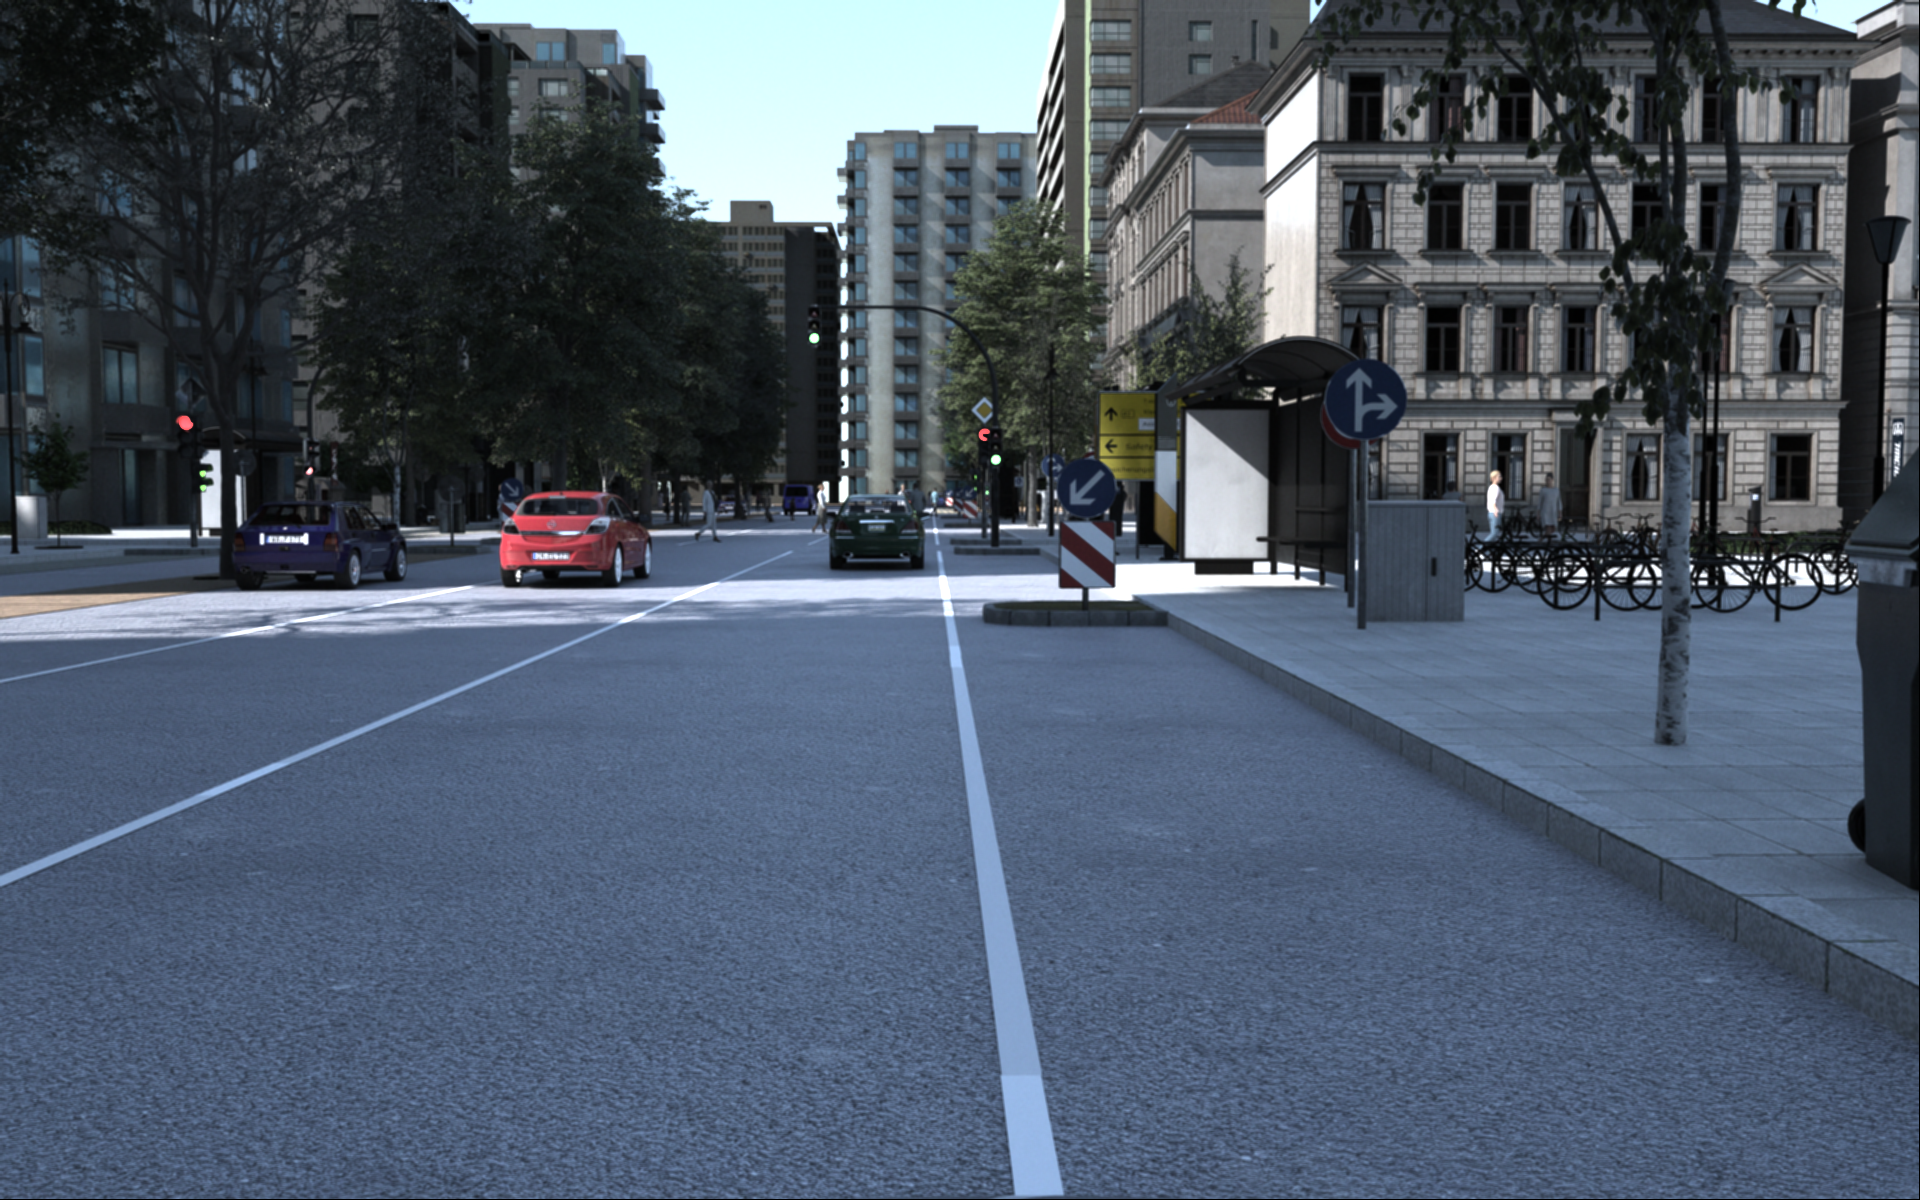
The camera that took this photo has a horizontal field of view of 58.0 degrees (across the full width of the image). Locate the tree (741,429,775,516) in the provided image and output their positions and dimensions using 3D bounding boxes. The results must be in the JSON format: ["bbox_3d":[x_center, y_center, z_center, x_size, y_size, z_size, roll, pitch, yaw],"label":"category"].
[{"bbox_3d":[-13.466,-9.628,110.237,4.737,8.622,4.395,0,3,0],"label":"tree"}]

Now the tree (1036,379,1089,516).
[{"bbox_3d":[5.987,-9.164,100.195,4.737,8.622,4.395,0,3,0],"label":"tree"}]

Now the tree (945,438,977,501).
[{"bbox_3d":[0.630,-15.147,198.018,4.737,8.622,4.395,0,3,0],"label":"tree"}]

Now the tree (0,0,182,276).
[{"bbox_3d":[-11.515,-4.887,16.775,8.767,10.594,7.601,0,4,-1],"label":"tree"}]

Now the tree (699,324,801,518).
[{"bbox_3d":[-13.224,-11.101,102.082,7.486,12.596,7.792,0,3,0],"label":"tree"}]

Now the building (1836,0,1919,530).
[{"bbox_3d":[42.990,-13.616,64.427,24.055,21.916,13.314,0,4,-1],"label":"building"}]

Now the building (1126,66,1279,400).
[{"bbox_3d":[15.622,-15.582,90.915,11.583,22.565,21.152,0,4,-1],"label":"building"}]

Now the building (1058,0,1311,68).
[{"bbox_3d":[19.414,-32.762,159.358,21.300,48.544,21.600,0,4,-1],"label":"building"}]

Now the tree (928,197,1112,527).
[{"bbox_3d":[2.461,-9.103,66.957,7.486,12.596,7.792,0,3,0],"label":"tree"}]

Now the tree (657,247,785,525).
[{"bbox_3d":[-13.299,-10.287,81.022,12.009,13.543,11.850,0,3,0],"label":"tree"}]

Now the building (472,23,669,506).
[{"bbox_3d":[-46.302,-34.242,179.467,30.456,49.044,23.786,0,4,-1],"label":"building"}]

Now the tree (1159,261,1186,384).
[{"bbox_3d":[7.743,-6.225,52.134,4.360,8.622,3.978,0,3,0],"label":"tree"}]

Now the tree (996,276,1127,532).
[{"bbox_3d":[3.209,-6.627,58.719,4.360,8.622,3.978,0,3,0],"label":"tree"}]

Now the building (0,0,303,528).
[{"bbox_3d":[-42.458,-27.663,71.896,23.786,49.044,30.456,0,4,-1],"label":"building"}]

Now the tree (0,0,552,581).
[{"bbox_3d":[-12.162,-7.069,28.404,12.009,13.543,11.850,0,3,0],"label":"tree"}]

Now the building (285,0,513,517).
[{"bbox_3d":[-35.168,-20.252,102.819,14.160,30.474,14.107,0,4,-1],"label":"building"}]

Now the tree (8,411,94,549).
[{"bbox_3d":[-21.139,-2.818,40.672,1.663,3.219,1.824,0,3,0],"label":"tree"}]

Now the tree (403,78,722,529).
[{"bbox_3d":[-12.672,-8.879,54.282,9.857,13.997,8.962,0,3,0],"label":"tree"}]

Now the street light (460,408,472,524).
[{"bbox_3d":[-21.111,-6.191,74.015,0.468,5.910,1.993,0,4,-1],"label":"street light"}]

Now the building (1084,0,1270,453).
[{"bbox_3d":[16.999,-28.003,141.437,14.154,41.232,14.086,0,4,-1],"label":"building"}]

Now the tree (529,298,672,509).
[{"bbox_3d":[-12.680,-6.667,61.828,4.737,8.622,4.395,0,3,0],"label":"tree"}]

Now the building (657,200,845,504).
[{"bbox_3d":[-27.924,-33.021,231.777,23.993,40.220,32.217,0,4,-1],"label":"building"}]

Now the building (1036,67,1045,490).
[{"bbox_3d":[19.276,-34.114,181.470,21.300,48.544,21.600,0,4,-1],"label":"building"}]

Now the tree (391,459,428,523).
[{"bbox_3d":[-27.181,-5.538,85.148,1.663,3.219,1.824,0,3,0],"label":"tree"}]

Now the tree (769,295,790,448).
[{"bbox_3d":[-13.486,-11.237,92.832,9.857,13.997,8.962,0,3,0],"label":"tree"}]

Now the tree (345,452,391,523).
[{"bbox_3d":[-28.495,-5.365,82.324,1.663,3.219,1.824,0,3,0],"label":"tree"}]

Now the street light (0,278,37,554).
[{"bbox_3d":[-20.407,-3.941,37.219,0.468,5.910,1.993,0,4,-1],"label":"street light"}]

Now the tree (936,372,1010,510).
[{"bbox_3d":[1.771,-13.074,139.520,9.928,11.665,9.643,0,3,0],"label":"tree"}]

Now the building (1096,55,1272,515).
[{"bbox_3d":[16.884,-19.950,113.570,14.401,28.519,23.554,0,4,-1],"label":"building"}]

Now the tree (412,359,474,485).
[{"bbox_3d":[-27.569,-8.723,92.983,4.737,8.622,4.395,0,3,0],"label":"tree"}]

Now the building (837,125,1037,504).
[{"bbox_3d":[-0.623,-37.170,227.330,30.456,49.044,23.786,0,4,-1],"label":"building"}]

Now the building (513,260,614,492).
[{"bbox_3d":[-44.343,-17.974,138.907,27.650,21.520,28.899,0,4,-1],"label":"building"}]

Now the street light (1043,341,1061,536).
[{"bbox_3d":[2.771,-4.880,52.570,0.468,5.910,1.993,0,4,-1],"label":"street light"}]

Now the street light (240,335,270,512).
[{"bbox_3d":[-20.654,-4.763,50.668,0.468,5.910,1.993,0,4,-1],"label":"street light"}]

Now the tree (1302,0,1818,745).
[{"bbox_3d":[3.429,-3.567,8.688,4.360,8.622,3.978,0,3,0],"label":"tree"}]

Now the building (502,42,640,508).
[{"bbox_3d":[-37.621,-29.130,159.877,14.154,41.232,14.086,0,4,-1],"label":"building"}]

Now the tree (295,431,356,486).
[{"bbox_3d":[-33.272,-6.567,91.080,4.285,4.588,4.351,0,3,0],"label":"tree"}]

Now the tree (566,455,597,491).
[{"bbox_3d":[-27.160,-8.530,123.180,4.285,4.588,4.351,0,3,0],"label":"tree"}]

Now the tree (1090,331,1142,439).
[{"bbox_3d":[8.219,-7.679,75.914,4.737,8.622,4.395,0,3,0],"label":"tree"}]

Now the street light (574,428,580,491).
[{"bbox_3d":[-21.402,-7.612,97.249,0.468,5.910,1.993,0,4,-1],"label":"street light"}]

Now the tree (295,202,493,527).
[{"bbox_3d":[-21.929,-9.130,67.406,7.486,12.596,7.792,0,3,0],"label":"tree"}]

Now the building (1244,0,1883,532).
[{"bbox_3d":[20.804,-12.120,62.789,19.286,19.102,10.561,0,4,-1],"label":"building"}]

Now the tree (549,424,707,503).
[{"bbox_3d":[-21.995,-12.001,113.218,9.611,12.733,9.660,0,3,0],"label":"tree"}]

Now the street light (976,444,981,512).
[{"bbox_3d":[1.395,-9.230,123.703,0.468,5.910,1.993,0,4,-1],"label":"street light"}]

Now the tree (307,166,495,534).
[{"bbox_3d":[-12.317,-5.199,37.822,4.360,8.622,3.978,0,3,0],"label":"tree"}]

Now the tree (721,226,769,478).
[{"bbox_3d":[-12.753,-9.815,69.582,9.857,13.997,8.962,0,3,0],"label":"tree"}]

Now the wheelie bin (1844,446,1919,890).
[{"bbox_3d":[3.388,0.132,5.756,0.693,1.594,0.980,1,4,8],"label":"wheelie bin"}]

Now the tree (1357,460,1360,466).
[{"bbox_3d":[7.709,-2.670,38.249,1.663,3.219,1.824,0,3,0],"label":"tree"}]

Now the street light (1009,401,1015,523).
[{"bbox_3d":[2.361,-6.315,76.038,0.468,5.910,1.993,0,4,-1],"label":"street light"}]

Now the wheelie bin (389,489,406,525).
[{"bbox_3d":[-23.351,-3.918,71.975,0.693,1.594,0.980,-1,4,-16],"label":"wheelie bin"}]

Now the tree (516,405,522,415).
[{"bbox_3d":[-21.367,-8.595,90.883,4.737,8.622,4.395,0,3,0],"label":"tree"}]

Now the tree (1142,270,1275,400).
[{"bbox_3d":[8.656,-6.564,57.681,4.737,8.622,4.395,0,3,0],"label":"tree"}]
